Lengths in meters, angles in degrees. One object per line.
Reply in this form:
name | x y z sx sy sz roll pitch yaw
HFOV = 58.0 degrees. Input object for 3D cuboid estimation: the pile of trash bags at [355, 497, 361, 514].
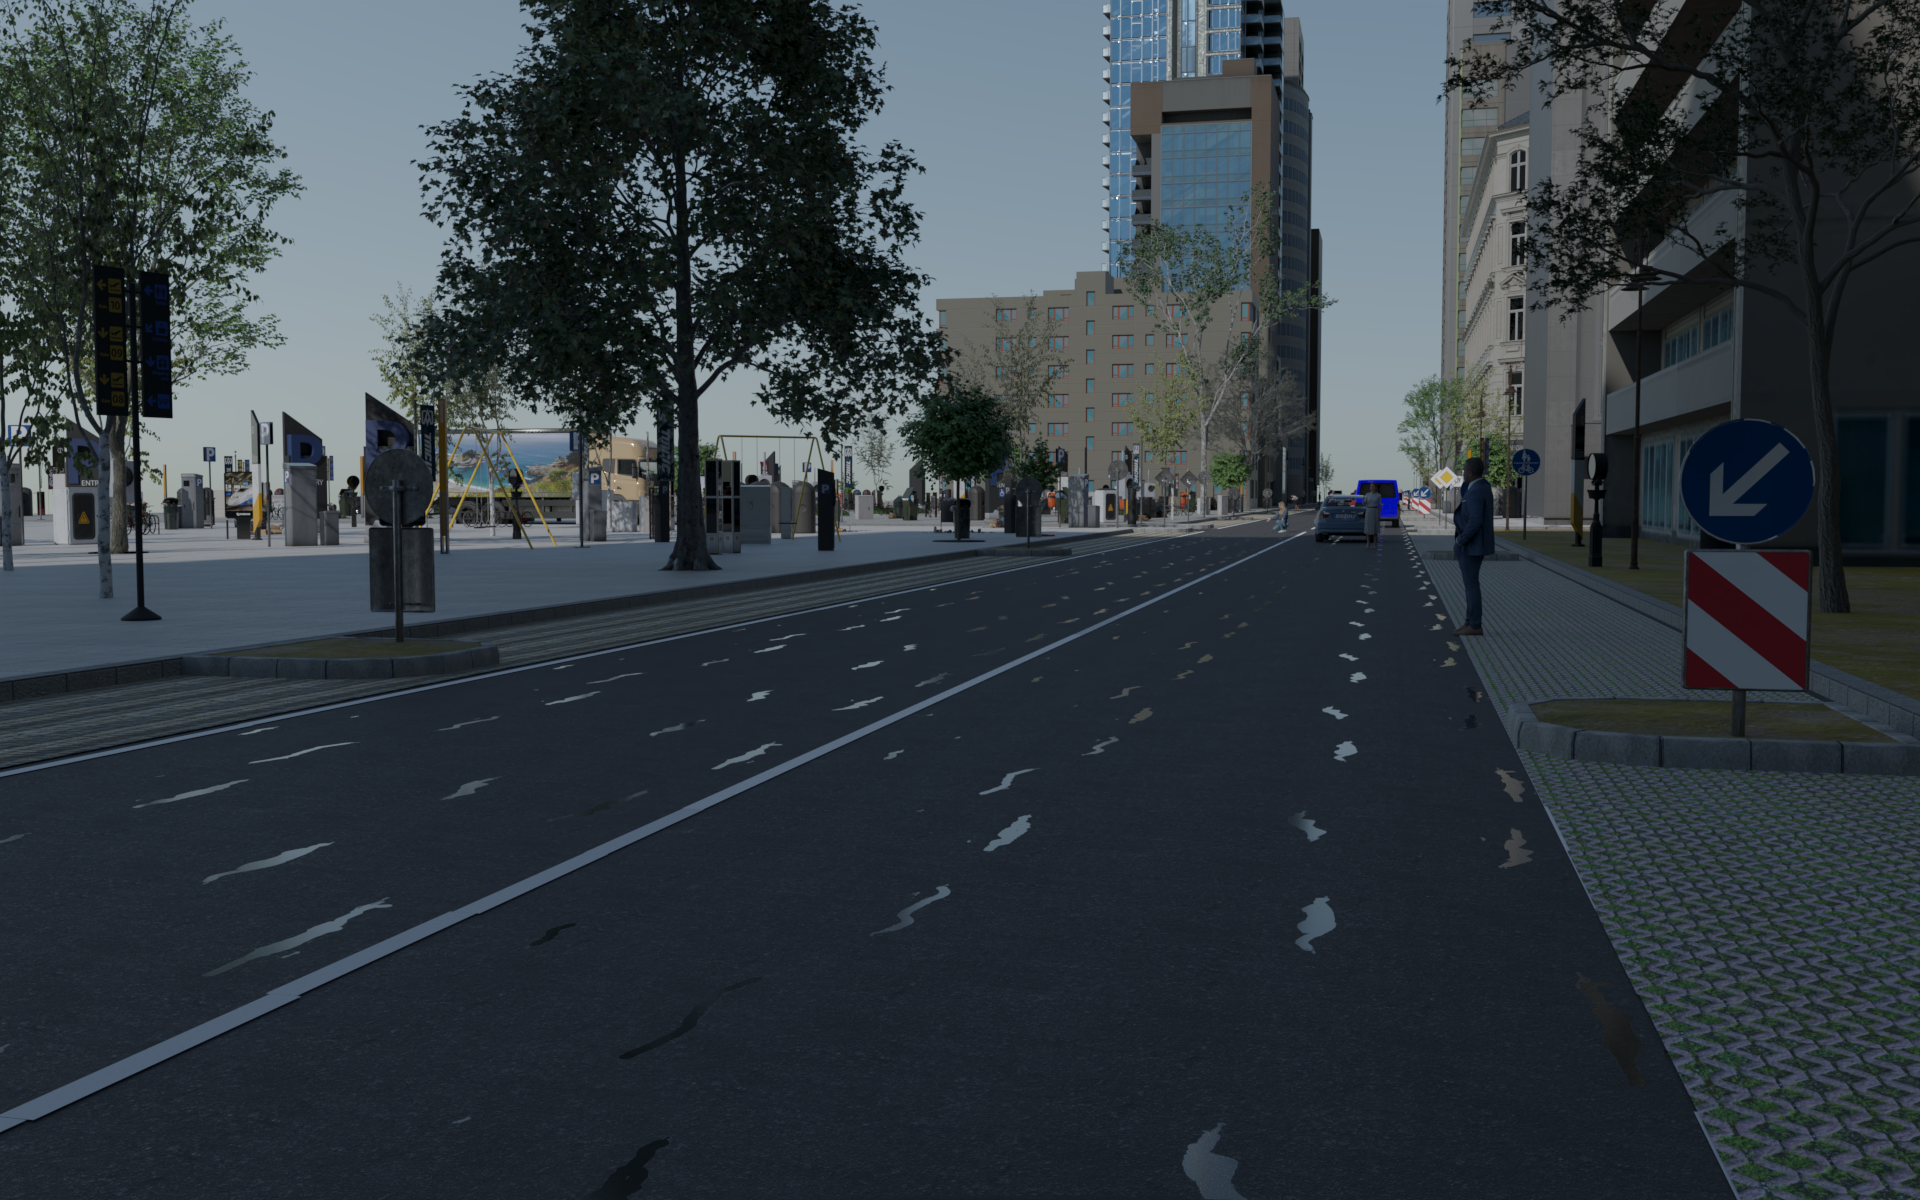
pile of trash bags | -37.731 -6.183 110.841 1.912 1.369 3.447 3 5 41

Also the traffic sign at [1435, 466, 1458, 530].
traffic sign | 17.591 -3.609 62.652 0.795 2.450 0.064 1 4 14

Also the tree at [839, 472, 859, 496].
tree | -8.490 -8.234 129.227 1.663 3.219 1.824 0 3 0

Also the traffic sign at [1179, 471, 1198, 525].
traffic sign | 9.620 -4.234 72.867 0.795 2.450 0.064 1 4 14

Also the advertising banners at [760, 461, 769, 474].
advertising banners | -9.827 -5.934 93.215 2.074 3.025 0.090 -2 4 -31

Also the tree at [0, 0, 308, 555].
tree | -17.969 -6.794 36.830 9.928 11.665 9.643 0 3 0

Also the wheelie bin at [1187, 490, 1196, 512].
wheelie bin | 16.203 -6.931 121.226 0.693 1.594 0.980 0 4 6

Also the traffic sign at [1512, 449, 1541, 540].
traffic sign | 15.855 -2.964 48.560 0.768 2.556 0.104 1 4 18

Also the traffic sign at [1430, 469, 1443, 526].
traffic sign | 19.511 -4.083 70.404 0.795 2.450 0.064 1 4 14

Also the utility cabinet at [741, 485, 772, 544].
utility cabinet | -5.377 -2.151 43.844 1.173 1.500 0.318 0 4 -2

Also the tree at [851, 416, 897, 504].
tree | -7.183 -12.063 147.594 4.360 8.622 3.978 0 3 0

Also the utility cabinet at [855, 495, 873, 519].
utility cabinet | -4.899 -4.745 88.748 1.020 1.237 0.306 -3 5 -44

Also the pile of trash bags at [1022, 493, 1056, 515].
pile of trash bags | 4.932 -5.944 106.934 1.912 1.369 3.447 -2 4 -30

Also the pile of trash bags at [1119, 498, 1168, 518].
pile of trash bags | 9.578 -5.078 92.770 1.912 1.369 3.447 3 4 39

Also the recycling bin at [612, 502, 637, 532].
recycling bin | -11.356 -2.819 58.648 0.722 1.027 0.722 0 4 2

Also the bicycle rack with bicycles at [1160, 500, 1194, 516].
bicycle rack with bicycles | 12.250 -5.456 102.580 2.925 0.926 2.852 1 4 16

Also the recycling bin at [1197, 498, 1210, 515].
recycling bin | 15.079 -5.788 107.186 0.722 1.027 0.722 1 4 16

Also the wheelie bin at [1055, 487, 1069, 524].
wheelie bin | 4.527 -4.105 75.024 0.693 1.594 0.980 1 4 22

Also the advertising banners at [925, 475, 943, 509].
advertising banners | -2.114 -9.059 144.303 2.074 3.025 0.090 -3 5 -43

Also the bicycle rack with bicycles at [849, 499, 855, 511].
bicycle rack with bicycles | -6.279 -6.519 119.965 2.852 0.926 2.925 2 4 28

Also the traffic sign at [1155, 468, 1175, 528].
traffic sign | 7.699 -3.760 65.115 0.795 2.450 0.064 1 4 14

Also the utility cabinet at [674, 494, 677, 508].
utility cabinet | -20.559 -7.247 127.162 0.318 1.500 1.173 2 4 31

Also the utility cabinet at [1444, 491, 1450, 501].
utility cabinet | 33.089 -6.603 116.636 1.173 1.500 0.318 -2 4 -35

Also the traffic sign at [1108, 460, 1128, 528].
traffic sign | 5.908 -3.963 64.896 0.768 2.556 0.104 1 4 17

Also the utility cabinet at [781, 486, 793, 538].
utility cabinet | -5.008 -2.536 50.140 0.318 1.500 1.173 0 4 -4

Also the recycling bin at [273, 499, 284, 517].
recycling bin | -37.532 -5.085 95.692 0.722 1.027 0.722 -1 4 -15

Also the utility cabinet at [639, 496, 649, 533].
utility cabinet | -10.453 -2.843 57.637 0.306 1.237 1.020 -1 4 -18

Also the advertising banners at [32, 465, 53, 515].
advertising banners | -55.659 -6.642 104.791 0.090 3.025 2.074 2 4 31

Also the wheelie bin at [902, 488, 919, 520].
wheelie bin | -2.416 -4.684 84.483 0.693 1.594 0.980 -3 4 -36

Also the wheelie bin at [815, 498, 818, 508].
wheelie bin | -11.323 -7.715 134.042 0.980 1.594 0.693 -1 4 -19

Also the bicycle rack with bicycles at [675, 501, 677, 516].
bicycle rack with bicycles | -15.740 -5.396 101.604 2.925 0.926 2.852 3 5 45

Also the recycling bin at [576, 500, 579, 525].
recycling bin | -15.428 -3.596 71.341 0.722 1.027 0.722 -1 4 -9

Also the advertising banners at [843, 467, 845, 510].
advertising banners | -7.611 -7.192 113.769 0.090 3.025 2.074 0 4 -6

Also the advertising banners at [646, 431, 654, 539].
advertising banners | -8.829 -3.257 49.434 0.090 3.025 2.074 0 4 -4

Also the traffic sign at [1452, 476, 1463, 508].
traffic sign | 28.311 -5.903 98.641 0.606 2.300 0.079 1 4 19

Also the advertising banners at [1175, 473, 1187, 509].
advertising banners | 18.908 -9.241 147.272 2.074 3.025 0.090 -3 5 -43

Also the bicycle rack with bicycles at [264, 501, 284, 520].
bicycle rack with bicycles | -33.991 -4.454 86.206 2.852 0.926 2.925 -3 5 -41

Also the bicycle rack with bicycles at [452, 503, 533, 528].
bicycle rack with bicycles | -18.223 -3.256 66.612 2.925 0.926 2.852 3 5 39

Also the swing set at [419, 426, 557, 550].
swing set | -11.352 -2.681 41.457 2.862 2.851 3.119 0 4 -2

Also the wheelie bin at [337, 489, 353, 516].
wheelie bin | -35.696 -5.678 100.748 0.693 1.594 0.980 2 4 32

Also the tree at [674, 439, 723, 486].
tree | -14.457 -6.754 94.149 4.285 4.588 4.351 0 3 0

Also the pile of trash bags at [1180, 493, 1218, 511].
pile of trash bags | 18.729 -7.636 134.603 3.447 1.369 1.912 -1 4 -14

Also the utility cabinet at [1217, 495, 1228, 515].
utility cabinet | 16.014 -5.770 105.496 0.306 1.237 1.020 2 4 31

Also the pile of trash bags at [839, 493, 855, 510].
pile of trash bags | -8.720 -7.936 139.506 3.447 1.369 1.912 3 5 44

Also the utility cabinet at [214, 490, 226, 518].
utility cabinet | -43.076 -5.679 101.527 1.173 1.500 0.318 -2 4 -31

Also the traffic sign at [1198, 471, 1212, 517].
traffic sign | 13.466 -5.829 95.404 0.768 2.556 0.104 1 4 20

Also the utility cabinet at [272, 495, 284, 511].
utility cabinet | -39.123 -5.425 99.856 1.020 1.237 0.306 -1 4 -21

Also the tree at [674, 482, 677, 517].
tree | -16.131 -6.376 98.846 1.663 3.219 1.824 0 3 0

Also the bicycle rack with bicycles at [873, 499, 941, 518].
bicycle rack with bicycles | -3.243 -5.494 103.204 2.852 0.926 2.925 -2 4 -28

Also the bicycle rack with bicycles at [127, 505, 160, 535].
bicycle rack with bicycles | -26.397 -2.521 54.596 2.852 0.926 2.925 1 4 13
